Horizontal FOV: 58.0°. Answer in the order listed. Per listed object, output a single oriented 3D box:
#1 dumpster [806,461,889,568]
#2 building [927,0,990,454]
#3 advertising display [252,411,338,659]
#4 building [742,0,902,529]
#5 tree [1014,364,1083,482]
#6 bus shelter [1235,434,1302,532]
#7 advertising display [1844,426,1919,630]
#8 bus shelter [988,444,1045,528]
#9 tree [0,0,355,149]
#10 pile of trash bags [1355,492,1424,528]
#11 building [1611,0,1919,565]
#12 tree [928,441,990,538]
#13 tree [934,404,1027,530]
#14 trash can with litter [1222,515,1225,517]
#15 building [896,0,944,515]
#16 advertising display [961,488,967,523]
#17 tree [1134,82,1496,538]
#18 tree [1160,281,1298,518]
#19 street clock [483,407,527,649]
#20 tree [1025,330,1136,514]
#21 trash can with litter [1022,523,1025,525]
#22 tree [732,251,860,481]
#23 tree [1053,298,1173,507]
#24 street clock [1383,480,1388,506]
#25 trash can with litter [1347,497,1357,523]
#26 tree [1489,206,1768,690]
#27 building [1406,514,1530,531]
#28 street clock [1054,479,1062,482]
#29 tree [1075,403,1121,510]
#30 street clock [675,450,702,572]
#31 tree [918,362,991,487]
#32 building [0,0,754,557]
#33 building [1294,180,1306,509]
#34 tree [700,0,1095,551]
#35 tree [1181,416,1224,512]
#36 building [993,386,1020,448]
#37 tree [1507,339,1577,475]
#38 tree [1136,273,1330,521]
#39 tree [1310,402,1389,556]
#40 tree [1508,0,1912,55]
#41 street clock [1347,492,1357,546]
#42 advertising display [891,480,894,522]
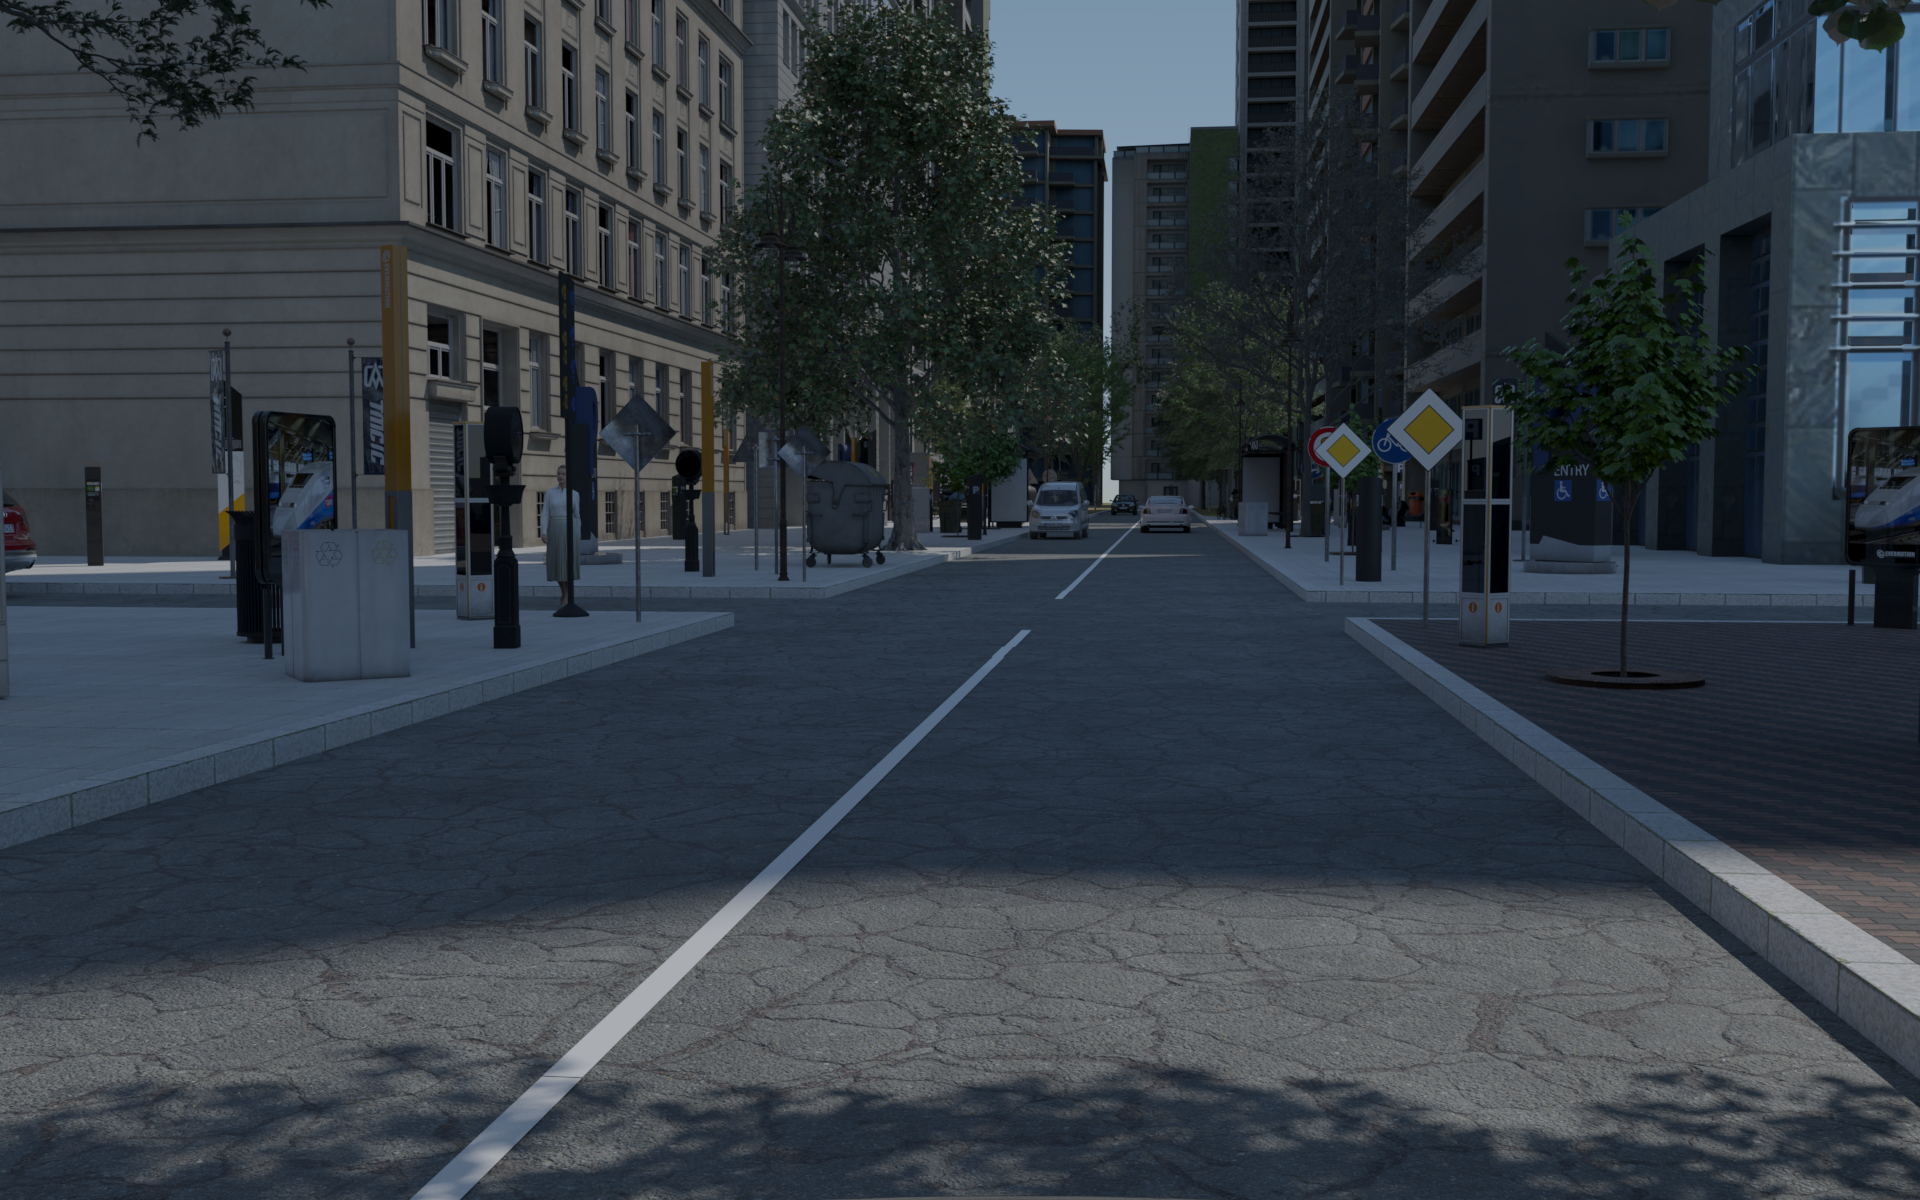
[{"bbox_3d":[-2.033,-1.531,30.797,1.264,1.857,1.865,0,4,7],"label":"dumpster"},{"bbox_3d":[-5.439,-27.224,128.703,14.154,41.232,14.086,0,4,7],"label":"building"},{"bbox_3d":[-5.290,-0.527,13.835,0.123,1.923,0.974,1,4,12],"label":"advertising display"},{"bbox_3d":[-10.200,-18.396,78.273,11.434,29.767,29.804,0,4,7],"label":"building"},{"bbox_3d":[5.137,-8.909,96.026,4.360,8.622,3.978,0,3,0],"label":"tree"},{"bbox_3d":[10.760,-4.090,60.788,2.014,3.302,5.546,0,4,7],"label":"bus shelter"},{"bbox_3d":[8.942,-0.690,16.502,0.123,1.923,0.974,-2,4,-35],"label":"advertising display"},{"bbox_3d":[2.103,-4.520,67.833,2.014,3.302,5.546,0,4,7],"label":"bus shelter"},{"bbox_3d":[-6.047,-4.461,7.345,7.601,10.594,8.767,-1,4,-23],"label":"tree"},{"bbox_3d":[16.820,-3.539,67.610,1.912,1.369,3.447,-2,4,-29],"label":"pile of trash bags"},{"bbox_3d":[31.591,-44.361,37.979,31.000,86.520,22.319,0,4,7],"label":"building"},{"bbox_3d":[-0.186,-3.478,51.462,1.663,3.219,1.824,0,3,0],"label":"tree"},{"bbox_3d":[0.765,-4.867,63.292,4.285,4.588,4.351,0,3,0],"label":"tree"},{"bbox_3d":[15.148,-5.132,94.966,1.678,1.210,2.233,-3,5,-43],"label":"trash can with litter"},{"bbox_3d":[-10.663,-41.140,110.885,20.563,71.187,20.611,0,4,7],"label":"building"},{"bbox_3d":[0.200,-4.430,77.645,0.974,1.923,0.123,0,4,-5],"label":"advertising display"},{"bbox_3d":[10.453,-8.617,51.261,12.009,13.543,11.850,0,3,0],"label":"tree"},{"bbox_3d":[14.404,-10.636,92.026,7.486,12.596,7.792,0,3,0],"label":"tree"},{"bbox_3d":[-3.776,-0.600,14.388,0.358,2.002,0.471,0,4,-2],"label":"street clock"},{"bbox_3d":[7.465,-11.319,110.826,9.928,11.665,9.643,0,3,0],"label":"tree"},{"bbox_3d":[2.252,-3.674,71.451,0.624,1.170,1.055,-3,5,-43],"label":"trash can with litter"},{"bbox_3d":[-4.393,-6.135,50.674,4.360,8.622,3.978,0,3,0],"label":"tree"},{"bbox_3d":[14.722,-18.952,165.751,12.611,20.169,13.585,0,3,0],"label":"tree"},{"bbox_3d":[21.123,-5.010,86.486,0.471,2.002,0.358,-3,5,-44],"label":"street clock"},{"bbox_3d":[17.387,-3.971,76.316,0.624,1.170,1.055,-1,4,-14],"label":"trash can with litter"},{"bbox_3d":[4.429,-1.054,11.838,1.663,3.219,1.824,0,3,0],"label":"tree"},{"bbox_3d":[30.134,-27.199,68.408,21.300,48.544,21.600,0,4,7],"label":"building"},{"bbox_3d":[4.826,-4.921,85.023,0.471,2.002,0.358,-2,4,-31],"label":"street clock"},{"bbox_3d":[10.767,-11.459,137.717,4.737,8.622,4.395,0,3,0],"label":"tree"},{"bbox_3d":[-4.432,-1.469,28.589,0.471,2.002,0.358,1,4,18],"label":"street clock"},{"bbox_3d":[-0.407,-7.960,80.501,4.737,8.622,4.395,0,3,0],"label":"tree"},{"bbox_3d":[-16.651,-13.204,49.163,16.112,22.955,30.059,0,4,7],"label":"building"},{"bbox_3d":[37.433,-23.602,157.589,14.160,30.474,14.107,0,4,7],"label":"building"},{"bbox_3d":[-1.407,-7.478,39.273,9.611,12.733,9.660,0,3,0],"label":"tree"},{"bbox_3d":[18.063,-10.740,125.962,4.360,8.622,3.978,0,3,0],"label":"tree"},{"bbox_3d":[-10.918,-51.660,157.309,31.000,86.520,22.319,0,4,7],"label":"building"},{"bbox_3d":[12.802,-3.234,36.582,4.285,4.588,4.351,0,3,0],"label":"tree"},{"bbox_3d":[13.686,-9.555,81.980,9.928,11.665,9.643,0,3,0],"label":"tree"},{"bbox_3d":[8.186,-2.569,36.597,1.663,3.219,1.824,0,3,0],"label":"tree"},{"bbox_3d":[3.825,-5.863,2.512,9.857,13.997,8.962,0,3,0],"label":"tree"},{"bbox_3d":[9.721,-2.340,42.827,0.471,2.002,0.358,-2,4,-26],"label":"street clock"},{"bbox_3d":[-2.913,-4.499,78.766,0.123,1.923,0.974,1,4,18],"label":"advertising display"}]
